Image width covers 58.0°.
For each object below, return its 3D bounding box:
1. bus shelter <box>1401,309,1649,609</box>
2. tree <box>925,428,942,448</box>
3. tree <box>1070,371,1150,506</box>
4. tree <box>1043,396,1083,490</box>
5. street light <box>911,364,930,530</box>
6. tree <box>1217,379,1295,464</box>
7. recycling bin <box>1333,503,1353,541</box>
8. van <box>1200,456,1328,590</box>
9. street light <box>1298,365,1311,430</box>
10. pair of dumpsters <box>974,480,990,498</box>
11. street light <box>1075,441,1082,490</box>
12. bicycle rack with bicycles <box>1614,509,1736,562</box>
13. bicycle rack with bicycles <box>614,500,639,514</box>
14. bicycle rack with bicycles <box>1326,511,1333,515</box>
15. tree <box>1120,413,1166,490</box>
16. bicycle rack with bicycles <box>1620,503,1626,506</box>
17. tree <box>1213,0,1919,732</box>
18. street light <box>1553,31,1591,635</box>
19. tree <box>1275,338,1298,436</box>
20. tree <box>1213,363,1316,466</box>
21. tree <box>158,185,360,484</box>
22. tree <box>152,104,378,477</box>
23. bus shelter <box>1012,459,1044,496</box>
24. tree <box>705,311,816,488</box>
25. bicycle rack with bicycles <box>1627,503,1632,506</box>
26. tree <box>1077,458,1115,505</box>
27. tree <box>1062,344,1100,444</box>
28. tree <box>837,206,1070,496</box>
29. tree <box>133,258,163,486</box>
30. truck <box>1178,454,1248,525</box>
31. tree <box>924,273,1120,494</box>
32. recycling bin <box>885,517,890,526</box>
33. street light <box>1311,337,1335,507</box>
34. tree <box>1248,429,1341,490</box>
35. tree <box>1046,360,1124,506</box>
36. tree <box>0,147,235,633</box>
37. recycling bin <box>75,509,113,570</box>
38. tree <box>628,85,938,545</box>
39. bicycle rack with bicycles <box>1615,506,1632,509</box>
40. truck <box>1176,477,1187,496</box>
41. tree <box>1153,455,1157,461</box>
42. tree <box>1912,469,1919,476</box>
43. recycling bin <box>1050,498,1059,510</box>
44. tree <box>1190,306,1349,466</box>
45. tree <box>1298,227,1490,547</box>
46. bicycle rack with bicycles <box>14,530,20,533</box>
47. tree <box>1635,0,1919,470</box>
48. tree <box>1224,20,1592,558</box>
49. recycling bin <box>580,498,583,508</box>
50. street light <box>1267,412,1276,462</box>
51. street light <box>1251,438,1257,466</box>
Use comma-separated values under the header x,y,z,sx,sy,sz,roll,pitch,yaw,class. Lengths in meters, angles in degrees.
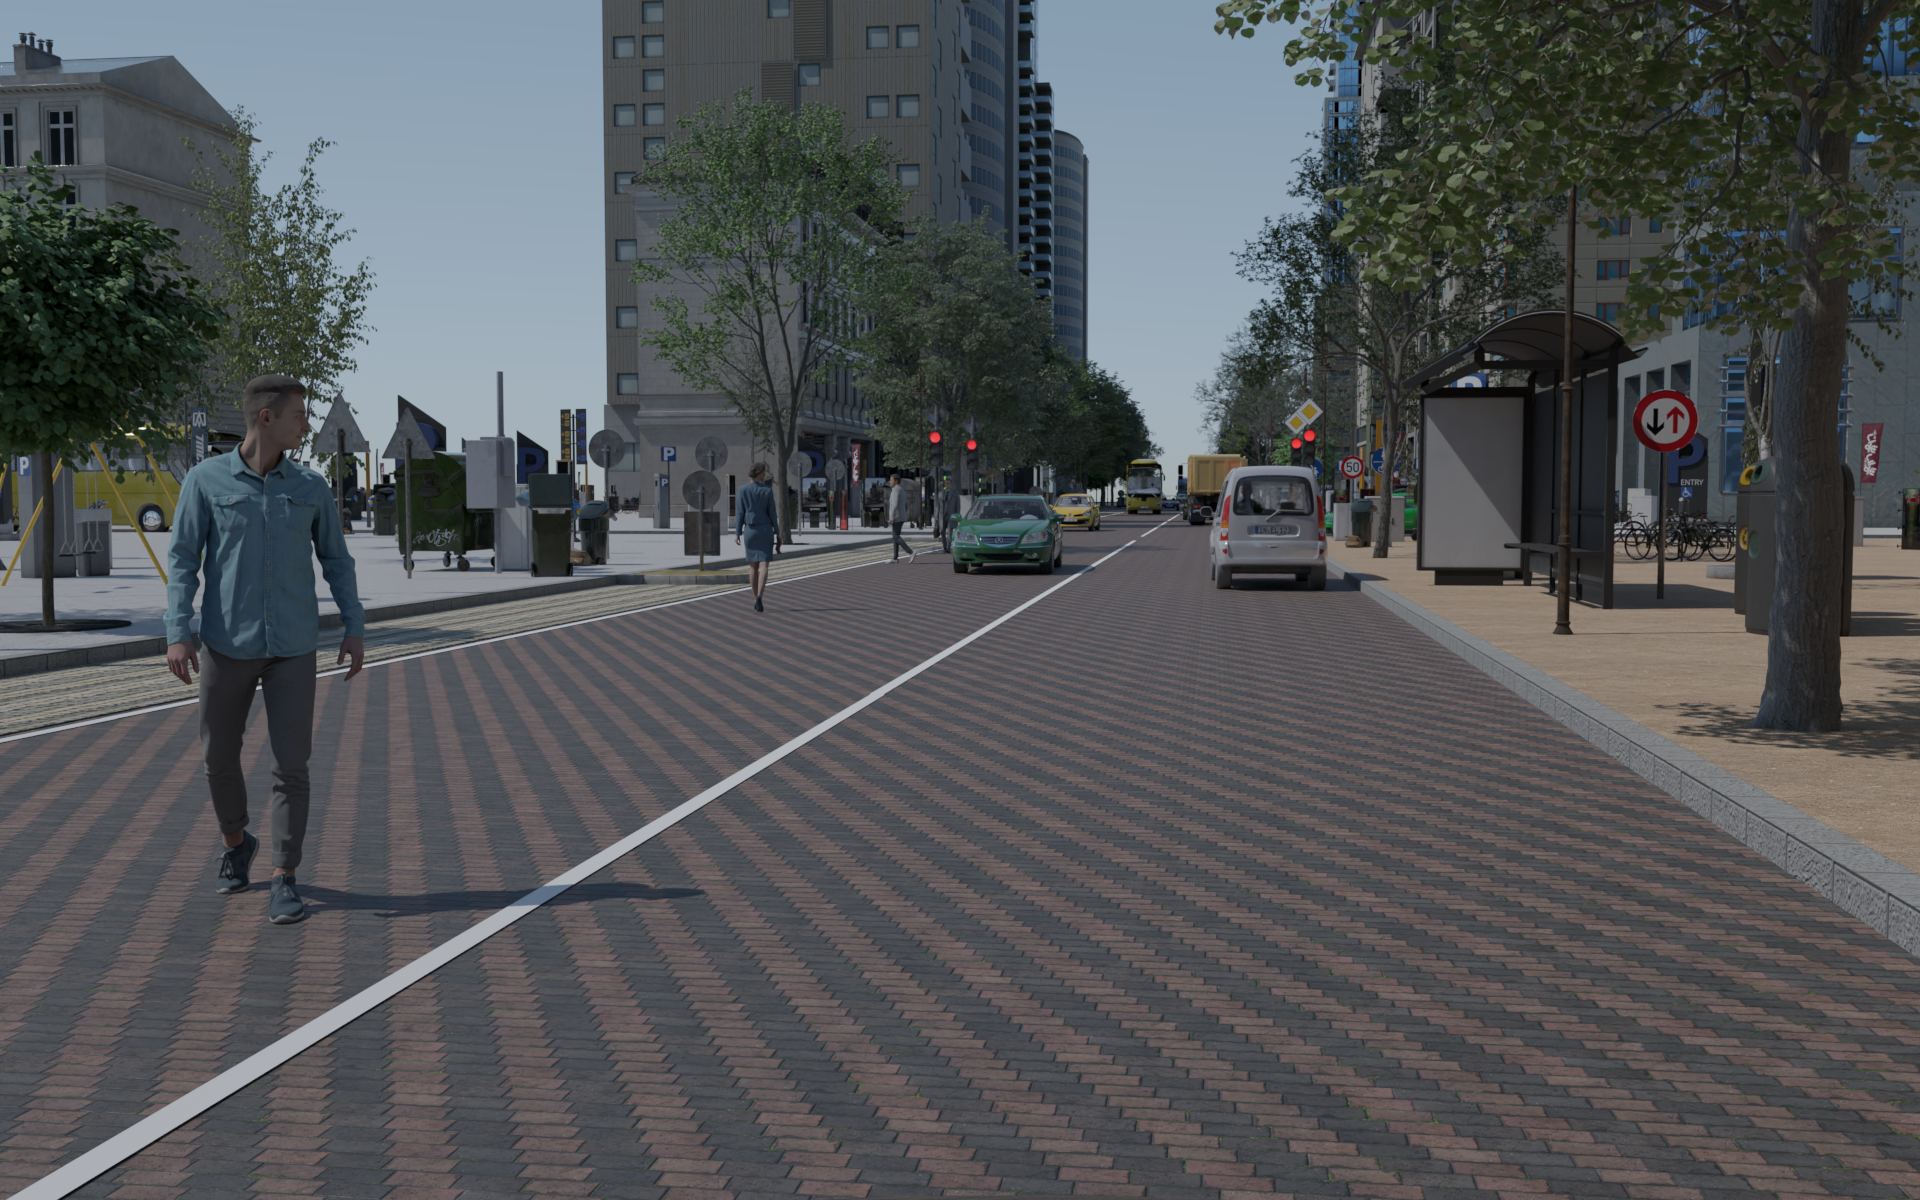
x,y,z,sx,sy,sz,roll,pitch,yaw,class
6.845,-1.698,21.689,2.014,3.302,5.546,0,4,8,bus shelter
-0.536,-10.494,121.941,4.737,8.622,4.395,0,3,0,tree
14.683,-16.644,178.782,9.857,13.997,8.962,0,3,0,tree
7.197,-10.761,126.307,4.360,8.622,3.978,0,3,0,tree
-1.397,-5.446,61.830,0.468,5.910,1.993,1,4,8,street light
28.459,-15.143,164.601,9.611,12.733,9.660,0,3,0,tree
10.640,-2.141,47.555,0.722,1.027,0.722,1,4,10,recycling bin
4.828,-1.246,27.381,2.013,2.044,4.112,0,4,7,van
12.374,-5.469,62.204,0.468,5.910,1.993,1,4,8,street light
1.651,-6.168,103.345,1.574,2.255,4.437,1,4,8,pair of dumpsters
9.515,-10.024,136.682,0.468,5.910,1.993,1,4,8,street light
14.052,-1.243,33.711,2.852,0.926,2.925,-1,4,-23,bicycle rack with bicycles
-22.036,-6.074,112.688,2.925,0.926,2.852,0,4,-2,bicycle rack with bicycles
15.498,-3.259,66.673,2.852,0.926,2.925,3,4,37,bicycle rack with bicycles
22.682,-19.212,231.118,9.611,12.733,9.660,0,3,0,tree
22.083,-3.032,62.956,2.925,0.926,2.852,0,4,-4,bicycle rack with bicycles
5.040,-5.575,9.271,7.486,12.596,7.792,0,3,0,tree
5.517,-2.623,15.668,0.468,5.910,1.993,1,4,8,street light
14.663,-7.368,70.830,4.360,8.622,3.978,0,3,0,tree
22.120,-12.218,125.518,9.928,11.665,9.643,0,3,0,tree
-16.119,-5.555,41.191,4.360,8.622,3.978,0,3,0,tree
-13.054,-5.058,33.058,4.737,8.622,4.395,0,3,0,tree
3.703,-7.719,103.829,2.179,5.291,8.768,1,4,8,bus shelter
-7.867,-7.218,68.370,4.360,8.622,3.978,0,3,0,tree
25.985,-3.356,68.258,2.925,0.926,2.852,-1,4,-10,bicycle rack with bicycles
12.227,-10.550,156.199,4.285,4.588,4.351,0,3,0,tree
5.309,-11.608,115.552,9.928,11.665,9.643,0,3,0,tree
-0.289,-10.355,75.958,9.857,13.997,8.962,0,3,0,tree
-22.555,-6.122,50.462,4.360,8.622,3.978,0,3,0,tree
12.277,-5.346,83.335,3.469,3.379,9.791,0,4,6,truck
2.106,-10.534,89.239,9.611,12.733,9.660,0,3,0,tree
-3.345,-3.529,70.259,0.722,1.027,0.722,3,4,39,recycling bin
10.599,-4.746,50.387,0.468,5.910,1.993,1,4,8,street light
16.043,-5.911,80.361,4.285,4.588,4.351,0,3,0,tree
11.024,-13.963,146.420,7.486,12.596,7.792,0,3,0,tree
-8.714,-2.002,16.450,4.285,4.588,4.351,0,3,0,tree
-14.989,-1.054,29.792,0.722,1.027,0.722,-2,4,-26,recycling bin
-4.418,-7.209,43.616,9.928,11.665,9.643,0,3,0,tree
17.413,-1.728,41.635,2.925,0.926,2.852,2,4,29,bicycle rack with bicycles
36.298,-17.712,279.343,2.967,4.110,18.799,0,4,7,truck
30.439,-20.337,282.869,4.737,8.622,4.395,0,3,0,tree
35.976,-4.202,63.303,1.663,3.219,1.824,0,3,0,tree
6.537,-6.298,115.534,0.722,1.027,0.722,3,5,41,recycling bin
19.921,-12.361,112.469,12.009,13.543,11.850,0,3,0,tree
10.665,-5.595,41.835,4.360,8.622,3.978,0,3,0,tree
-29.518,-2.406,52.723,2.925,0.926,2.852,0,4,-4,bicycle rack with bicycles
10.996,-4.443,23.005,4.360,8.622,3.978,0,3,0,tree
8.719,-6.106,34.240,7.601,10.594,8.767,2,4,32,tree
-27.540,-6.835,124.304,0.722,1.027,0.722,-2,4,-34,recycling bin
17.472,-7.615,97.285,0.468,5.910,1.993,1,4,8,street light
23.427,-10.132,138.441,0.468,5.910,1.993,1,4,8,street light
